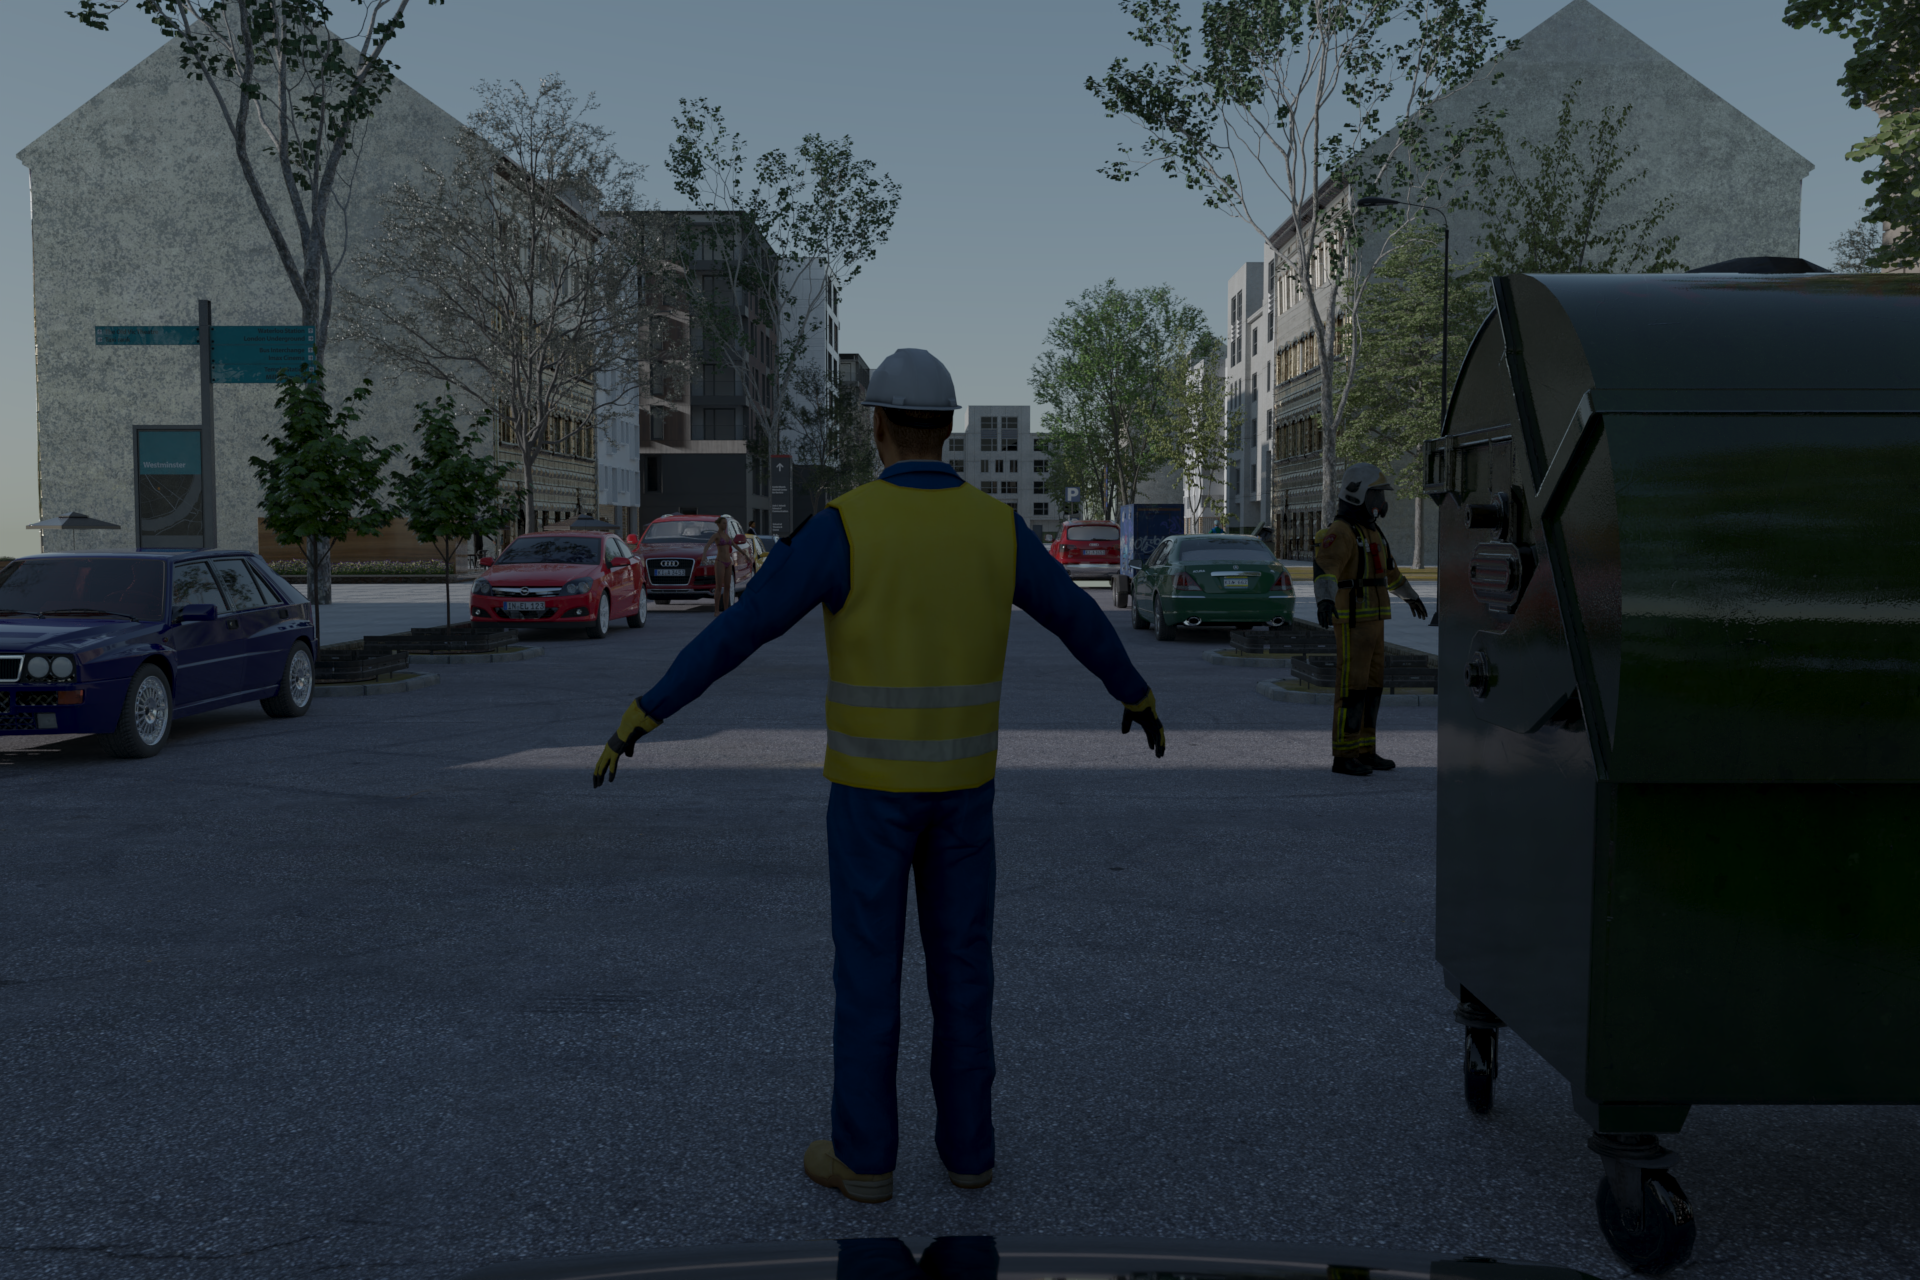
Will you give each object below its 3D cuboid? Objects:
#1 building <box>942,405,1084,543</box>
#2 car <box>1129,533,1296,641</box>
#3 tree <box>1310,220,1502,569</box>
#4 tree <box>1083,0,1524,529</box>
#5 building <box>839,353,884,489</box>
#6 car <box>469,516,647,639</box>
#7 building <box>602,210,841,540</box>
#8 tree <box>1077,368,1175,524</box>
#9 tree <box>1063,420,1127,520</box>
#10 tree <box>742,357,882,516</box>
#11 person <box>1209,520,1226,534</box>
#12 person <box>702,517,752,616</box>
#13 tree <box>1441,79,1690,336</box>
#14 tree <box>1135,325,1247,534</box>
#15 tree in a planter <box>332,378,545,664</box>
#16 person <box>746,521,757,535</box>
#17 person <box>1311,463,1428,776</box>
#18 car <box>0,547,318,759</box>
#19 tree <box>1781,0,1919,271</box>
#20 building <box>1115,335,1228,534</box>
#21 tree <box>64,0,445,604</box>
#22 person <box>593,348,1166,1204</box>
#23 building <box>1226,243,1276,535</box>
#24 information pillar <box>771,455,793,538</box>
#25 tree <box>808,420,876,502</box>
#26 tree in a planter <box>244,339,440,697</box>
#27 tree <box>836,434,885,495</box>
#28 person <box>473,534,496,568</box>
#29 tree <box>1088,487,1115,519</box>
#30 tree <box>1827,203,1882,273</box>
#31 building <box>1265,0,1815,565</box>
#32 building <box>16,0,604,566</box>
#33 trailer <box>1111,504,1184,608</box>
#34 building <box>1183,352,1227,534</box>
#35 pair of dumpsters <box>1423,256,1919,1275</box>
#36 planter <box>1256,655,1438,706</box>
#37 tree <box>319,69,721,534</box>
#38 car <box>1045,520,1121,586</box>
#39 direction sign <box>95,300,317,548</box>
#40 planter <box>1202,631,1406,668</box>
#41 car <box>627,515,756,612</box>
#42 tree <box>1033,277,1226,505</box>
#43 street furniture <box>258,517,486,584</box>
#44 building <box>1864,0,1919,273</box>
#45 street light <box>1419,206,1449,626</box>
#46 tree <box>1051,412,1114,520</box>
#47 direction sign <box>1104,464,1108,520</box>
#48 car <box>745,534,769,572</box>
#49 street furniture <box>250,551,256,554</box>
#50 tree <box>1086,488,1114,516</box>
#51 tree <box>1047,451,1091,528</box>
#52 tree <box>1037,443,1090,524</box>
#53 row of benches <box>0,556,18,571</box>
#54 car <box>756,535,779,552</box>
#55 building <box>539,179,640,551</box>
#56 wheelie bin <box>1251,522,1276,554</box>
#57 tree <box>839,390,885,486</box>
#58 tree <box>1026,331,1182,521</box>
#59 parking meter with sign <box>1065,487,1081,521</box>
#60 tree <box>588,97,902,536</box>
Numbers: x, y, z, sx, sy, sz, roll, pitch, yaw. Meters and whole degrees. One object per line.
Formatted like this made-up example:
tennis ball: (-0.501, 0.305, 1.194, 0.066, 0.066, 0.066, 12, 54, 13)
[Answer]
building: (0.921, -22.957, 244.261, 31.486, 18.905, 16.747, 0, 4, -1)
car: (3.531, -0.787, 24.661, 2.131, 1.459, 4.920, 0, 4, -1)
tree: (16.839, -8.900, 63.644, 7.486, 12.596, 7.792, 0, 3, 0)
tree: (8.414, -11.568, 45.024, 12.611, 20.169, 13.585, 0, 3, 0)
building: (-21.694, -22.523, 212.230, 27.936, 21.610, 32.646, 0, 4, 1)
car: (-5.739, -0.979, 25.046, 2.155, 1.783, 4.494, 0, 4, 1)
building: (-23.897, -17.250, 126.012, 27.936, 21.610, 32.646, 0, 4, 1)
tree: (7.016, -7.680, 75.925, 4.737, 8.622, 4.395, 0, 3, 0)
tree: (8.122, -9.654, 108.199, 4.737, 8.622, 4.395, 0, 3, 0)
tree: (-7.918, -9.643, 92.078, 8.767, 10.594, 7.601, 1, 4, 18)
person: (9.863, -3.702, 66.656, 1.347, 1.817, 0.704, -1, 4, -18)
person: (-4.071, -1.276, 30.123, 0.721, 1.733, 1.217, 2, 4, 35)
tree: (10.008, -4.822, 29.205, 4.737, 8.622, 4.395, 0, 3, 0)
tree: (8.202, -6.738, 60.530, 4.737, 8.622, 4.395, 0, 3, 0)
tree in a planter: (-5.941, -1.394, 20.018, 1.991, 3.239, 1.994, 0, 4, 2)
person: (-7.105, -3.252, 59.898, 0.721, 1.740, 1.216, 1, 4, 21)
person: (2.426, -0.133, 10.398, 0.705, 1.858, 1.354, 3, 4, 38)
car: (-6.019, 0.018, 12.280, 1.945, 1.354, 3.894, 0, 4, 0)
tree: (9.533, -5.746, 12.068, 7.486, 12.596, 7.792, 0, 3, 0)
building: (27.970, -22.616, 200.705, 19.493, 23.208, 18.063, 0, 4, 1)
tree: (-13.049, -10.674, 30.403, 12.611, 20.169, 13.585, 0, 3, 0)
person: (-0.115, 0.282, 3.817, 1.349, 1.833, 0.705, -1, 4, -21)
building: (26.809, -14.615, 105.409, 16.747, 18.905, 31.486, 0, 4, 1)
information pillar: (-5.846, -4.126, 56.842, 0.750, 3.857, 0.750, 0, 4, 2)
tree: (-7.688, -9.348, 103.209, 4.360, 8.622, 3.978, 0, 3, 0)
tree in a planter: (-5.999, -1.154, 16.084, 1.991, 3.239, 1.994, 0, 4, 1)
tree: (-7.151, -10.587, 123.454, 4.737, 8.622, 4.395, 0, 3, 0)
person: (-18.237, -3.635, 65.651, 0.704, 1.802, 1.346, 3, 5, 40)
tree: (19.803, -17.569, 237.619, 4.360, 8.622, 3.978, 0, 3, 0)
tree: (29.073, -8.544, 50.061, 12.009, 13.543, 11.850, 0, 3, 0)
building: (25.381, -15.257, 80.376, 19.493, 23.208, 18.063, 0, 4, 0)
building: (-27.675, -15.115, 78.056, 19.493, 23.208, 18.063, 0, 4, 1)
trailer: (3.739, -1.679, 34.502, 1.471, 1.999, 3.904, 0, 3, 0)
building: (28.249, -19.664, 177.919, 16.016, 20.090, 11.380, 0, 4, 1)
pair of dumpsters: (3.331, 0.068, 3.833, 4.436, 2.255, 1.574, 0, 4, 0)
planter: (3.690, 0.352, 15.382, 1.991, 0.319, 1.994, 0, 4, 0)
tree: (-11.546, -8.310, 46.245, 12.009, 13.543, 11.850, 0, 3, 0)
car: (3.451, -2.329, 46.748, 2.281, 1.827, 5.304, 0, 4, 1)
direction sign: (-8.602, -1.936, 20.416, 2.525, 3.948, 1.411, 0, 4, 1)
planter: (3.776, 0.099, 19.529, 1.991, 0.319, 1.994, 0, 3, 0)
car: (-5.210, -1.533, 33.733, 2.281, 1.827, 5.304, 0, 4, 0)
tree: (6.771, -8.769, 69.123, 9.928, 11.665, 9.643, 0, 3, 0)
street furniture: (-17.595, -2.460, 47.069, 9.812, 1.723, 11.010, 0, 4, -6)
building: (26.491, -14.052, 27.021, 12.463, 27.353, 25.104, 0, 4, 0)
street light: (7.245, -3.146, 23.979, 1.470, 5.913, 1.316, 0, 4, 1)
tree: (7.752, -9.281, 102.105, 4.360, 8.622, 3.978, 0, 3, 0)
direction sign: (4.733, -3.925, 56.165, 0.379, 3.537, 0.876, 0, 4, -1)
car: (-5.463, -1.889, 41.111, 2.015, 1.641, 3.980, 0, 4, 1)
street furniture: (-29.835, -2.777, 61.035, 10.072, 0.657, 5.734, 0, 4, -7)
tree: (20.128, -17.920, 243.352, 4.360, 8.622, 3.978, 0, 3, 0)
tree: (8.540, -11.314, 135.341, 4.737, 8.622, 4.395, 0, 3, 0)
tree: (7.402, -10.662, 124.693, 4.737, 8.622, 4.395, 0, 3, 0)
row of benches: (-26.844, -2.003, 48.219, 1.422, 0.672, 4.104, 2, 4, 26)
car: (-5.565, -2.115, 46.584, 2.014, 1.417, 4.499, 0, 4, 1)
building: (-24.881, -14.516, 93.759, 16.016, 20.090, 11.380, 0, 4, 1)
wheelie bin: (7.668, -2.209, 44.026, 0.693, 1.594, 0.980, 0, 4, 0)
tree: (-7.466, -14.527, 147.892, 12.009, 13.543, 11.850, 0, 3, 0)
tree: (7.394, -9.883, 87.341, 9.928, 11.665, 9.643, 0, 3, 0)
parking meter with sign: (4.161, -4.111, 63.482, 0.543, 3.016, 1.738, 0, 4, 1)
tree: (-9.594, -13.512, 76.811, 12.611, 20.169, 13.585, 0, 3, 0)
